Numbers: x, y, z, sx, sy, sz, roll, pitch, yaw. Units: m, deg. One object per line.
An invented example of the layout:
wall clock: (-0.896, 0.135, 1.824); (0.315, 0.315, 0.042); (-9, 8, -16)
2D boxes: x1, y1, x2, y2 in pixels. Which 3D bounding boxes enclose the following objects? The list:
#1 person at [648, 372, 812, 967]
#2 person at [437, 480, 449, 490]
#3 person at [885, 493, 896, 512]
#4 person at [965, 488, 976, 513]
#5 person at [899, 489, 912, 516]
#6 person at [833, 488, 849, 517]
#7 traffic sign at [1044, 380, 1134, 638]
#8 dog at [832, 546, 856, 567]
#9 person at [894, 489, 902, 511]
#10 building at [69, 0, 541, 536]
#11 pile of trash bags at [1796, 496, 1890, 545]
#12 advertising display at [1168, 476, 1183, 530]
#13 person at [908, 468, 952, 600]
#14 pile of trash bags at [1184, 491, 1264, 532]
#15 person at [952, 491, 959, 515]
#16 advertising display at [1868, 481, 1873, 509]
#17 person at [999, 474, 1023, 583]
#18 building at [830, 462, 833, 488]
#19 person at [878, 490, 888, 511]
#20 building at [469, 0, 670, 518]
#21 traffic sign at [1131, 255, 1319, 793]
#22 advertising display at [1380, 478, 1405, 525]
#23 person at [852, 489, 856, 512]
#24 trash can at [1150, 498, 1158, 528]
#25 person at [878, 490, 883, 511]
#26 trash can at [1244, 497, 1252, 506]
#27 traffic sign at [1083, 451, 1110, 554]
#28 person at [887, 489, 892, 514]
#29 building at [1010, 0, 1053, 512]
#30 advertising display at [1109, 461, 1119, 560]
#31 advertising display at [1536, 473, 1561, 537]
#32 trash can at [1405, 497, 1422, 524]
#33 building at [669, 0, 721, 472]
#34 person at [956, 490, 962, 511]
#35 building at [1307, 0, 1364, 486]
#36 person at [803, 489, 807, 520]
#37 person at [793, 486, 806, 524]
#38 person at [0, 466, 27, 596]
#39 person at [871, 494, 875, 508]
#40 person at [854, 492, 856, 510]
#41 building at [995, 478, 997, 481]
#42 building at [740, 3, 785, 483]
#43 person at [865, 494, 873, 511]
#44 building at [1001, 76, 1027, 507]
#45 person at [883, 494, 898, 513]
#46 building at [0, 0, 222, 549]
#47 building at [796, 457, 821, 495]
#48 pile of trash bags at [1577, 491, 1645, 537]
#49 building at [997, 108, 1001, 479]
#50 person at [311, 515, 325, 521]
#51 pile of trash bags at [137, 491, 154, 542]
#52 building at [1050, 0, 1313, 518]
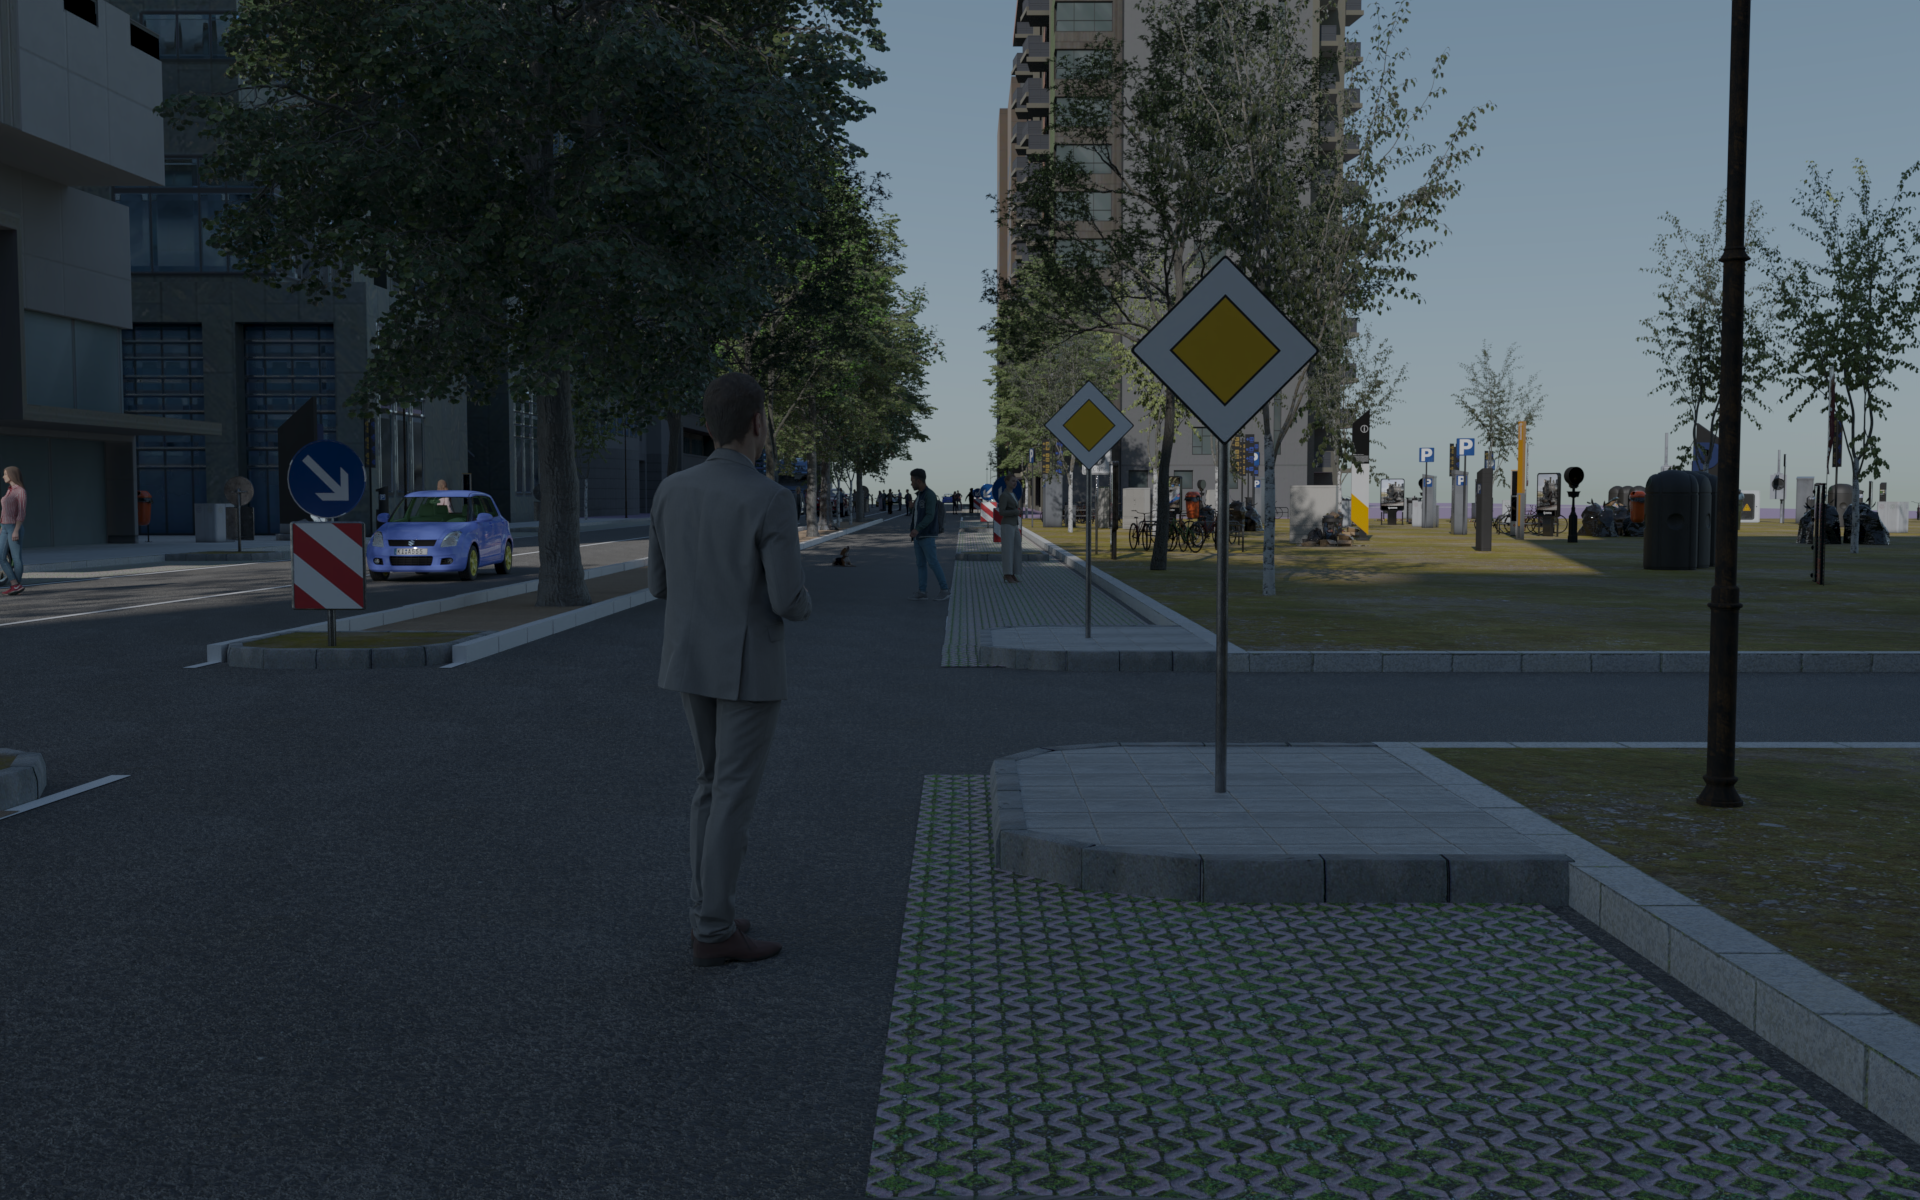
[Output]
person: (-0.657, 0.202, 5.403); (0.606, 1.804, 0.583); (2, 4, 30)
person: (-11.621, -1.825, 38.928); (0.593, 1.750, 0.643); (2, 4, 28)
person: (-5.643, -8.026, 139.868); (0.705, 1.807, 1.348); (3, 4, 38)
person: (0.807, -6.704, 117.747); (1.348, 1.869, 0.705); (-3, 5, -41)
person: (-3.543, -6.366, 113.114); (0.750, 1.759, 0.617); (-2, 4, -32)
person: (-7.295, -5.976, 106.198); (1.348, 1.826, 0.705); (2, 4, 33)
traffic sign: (1.140, -0.718, 15.380); (0.795, 2.450, 0.064); (0, 4, 0)
dog: (-2.286, -0.871, 34.434); (0.550, 0.427, 0.748); (0, 4, 6)
person: (-5.261, -8.504, 147.415); (0.599, 1.838, 0.709); (-2, 4, -25)
building: (-29.138, -46.065, 65.836); (22.319, 86.520, 31.000); (0, 4, 0)
pile of trash bags: (23.364, -2.119, 44.394); (3.447, 1.369, 1.912); (2, 4, 25)
advertising display: (7.563, -3.462, 61.819); (0.123, 1.923, 0.974); (-3, 4, -36)
person: (-0.476, -0.891, 23.424); (0.721, 1.781, 0.623); (-2, 4, -31)
pile of trash bags: (8.791, -3.017, 59.084); (1.912, 1.369, 3.447); (3, 5, 43)
person: (-0.297, -6.795, 121.072); (0.593, 1.643, 0.415); (2, 4, 32)
advertising display: (44.671, -4.879, 84.978); (0.123, 1.923, 0.974); (2, 4, 31)
person: (0.839, -1.144, 27.754); (0.362, 1.759, 0.519); (2, 4, 25)
building: (-25.452, -34.158, 242.073); (14.154, 41.232, 14.086); (0, 4, 0)
person: (-6.474, -8.457, 146.855); (0.705, 1.814, 1.350); (-3, 5, -44)
building: (-30.422, -34.372, 103.976); (21.231, 58.520, 28.212); (0, 4, 0)
traffic sign: (1.120, -0.229, 7.395); (0.795, 2.450, 0.064); (0, 4, 0)
advertising display: (17.878, -4.062, 71.635); (0.974, 1.923, 0.123); (0, 4, 7)
person: (-8.208, -7.746, 135.143); (1.348, 1.824, 0.705); (-3, 4, -36)
trash can: (7.257, -3.248, 64.755); (0.748, 1.137, 0.748); (0, 3, 0)
person: (-6.864, -8.561, 149.145); (0.551, 1.740, 0.621); (2, 4, 30)
trash can: (13.616, -4.225, 80.739); (0.748, 1.137, 0.748); (0, 3, 0)
traffic sign: (2.898, -2.116, 36.723); (0.606, 2.300, 0.079); (0, 4, 5)
person: (-4.970, -6.978, 122.607); (0.705, 1.823, 1.348); (-1, 4, -10)
building: (15.628, -30.326, 150.453); (22.147, 44.769, 28.867); (0, 4, 0)
advertising display: (3.033, -1.772, 34.181); (0.123, 1.923, 0.974); (0, 4, 1)
advertising display: (17.768, -2.879, 52.285); (0.123, 1.923, 0.974); (-1, 4, -20)
trash can: (19.394, -3.814, 74.005); (0.748, 1.137, 0.748); (0, 3, 0)
building: (-29.994, -30.946, 129.672); (21.300, 48.544, 21.600); (0, 4, 0)
person: (-0.043, -8.484, 147.658); (0.683, 1.767, 0.568); (-1, 4, -17)
building: (15.478, -28.564, 121.640); (22.147, 44.769, 28.867); (0, 4, 0)
person: (-8.329, -5.273, 95.431); (0.721, 1.743, 1.217); (0, 4, 2)
person: (-7.611, -4.498, 82.227); (0.709, 1.800, 0.728); (-1, 4, -17)
person: (-13.460, -0.982, 24.562); (0.555, 1.821, 0.388); (2, 4, 26)
person: (-9.217, -10.433, 182.333); (0.557, 1.426, 1.065); (1, 4, 14)
person: (-9.469, -9.114, 158.452); (0.436, 1.711, 0.756); (0, 4, -1)
building: (16.533, -36.726, 220.073); (23.786, 49.044, 30.456); (0, 4, 0)
building: (-29.462, -53.584, 188.764); (22.319, 86.520, 31.000); (0, 4, 0)
person: (-7.666, -8.211, 142.734); (1.348, 1.826, 0.705); (-3, 5, -39)
building: (12.083, -32.578, 182.768); (14.600, 45.320, 14.200); (0, 4, 0)
person: (-5.197, -7.357, 129.499); (1.217, 1.735, 0.721); (1, 4, 18)
building: (-32.449, -26.939, 29.697); (28.713, 52.752, 27.495); (0, 4, 0)
building: (-32.121, -23.009, 221.240); (27.650, 21.520, 28.899); (0, 4, 0)
pile of trash bags: (19.840, -2.577, 51.879); (1.912, 1.369, 3.447); (0, 4, 2)
building: (11.234, -33.462, 197.209); (14.600, 45.320, 14.200); (0, 4, 0)
person: (-11.348, -1.265, 30.990); (0.330, 1.601, 0.589); (1, 4, 21)
pile of trash bags: (-23.086, -2.239, 46.358); (3.447, 1.369, 1.912); (1, 4, 15)
building: (12.138, -20.113, 100.556); (14.160, 30.474, 14.107); (0, 4, 0)
